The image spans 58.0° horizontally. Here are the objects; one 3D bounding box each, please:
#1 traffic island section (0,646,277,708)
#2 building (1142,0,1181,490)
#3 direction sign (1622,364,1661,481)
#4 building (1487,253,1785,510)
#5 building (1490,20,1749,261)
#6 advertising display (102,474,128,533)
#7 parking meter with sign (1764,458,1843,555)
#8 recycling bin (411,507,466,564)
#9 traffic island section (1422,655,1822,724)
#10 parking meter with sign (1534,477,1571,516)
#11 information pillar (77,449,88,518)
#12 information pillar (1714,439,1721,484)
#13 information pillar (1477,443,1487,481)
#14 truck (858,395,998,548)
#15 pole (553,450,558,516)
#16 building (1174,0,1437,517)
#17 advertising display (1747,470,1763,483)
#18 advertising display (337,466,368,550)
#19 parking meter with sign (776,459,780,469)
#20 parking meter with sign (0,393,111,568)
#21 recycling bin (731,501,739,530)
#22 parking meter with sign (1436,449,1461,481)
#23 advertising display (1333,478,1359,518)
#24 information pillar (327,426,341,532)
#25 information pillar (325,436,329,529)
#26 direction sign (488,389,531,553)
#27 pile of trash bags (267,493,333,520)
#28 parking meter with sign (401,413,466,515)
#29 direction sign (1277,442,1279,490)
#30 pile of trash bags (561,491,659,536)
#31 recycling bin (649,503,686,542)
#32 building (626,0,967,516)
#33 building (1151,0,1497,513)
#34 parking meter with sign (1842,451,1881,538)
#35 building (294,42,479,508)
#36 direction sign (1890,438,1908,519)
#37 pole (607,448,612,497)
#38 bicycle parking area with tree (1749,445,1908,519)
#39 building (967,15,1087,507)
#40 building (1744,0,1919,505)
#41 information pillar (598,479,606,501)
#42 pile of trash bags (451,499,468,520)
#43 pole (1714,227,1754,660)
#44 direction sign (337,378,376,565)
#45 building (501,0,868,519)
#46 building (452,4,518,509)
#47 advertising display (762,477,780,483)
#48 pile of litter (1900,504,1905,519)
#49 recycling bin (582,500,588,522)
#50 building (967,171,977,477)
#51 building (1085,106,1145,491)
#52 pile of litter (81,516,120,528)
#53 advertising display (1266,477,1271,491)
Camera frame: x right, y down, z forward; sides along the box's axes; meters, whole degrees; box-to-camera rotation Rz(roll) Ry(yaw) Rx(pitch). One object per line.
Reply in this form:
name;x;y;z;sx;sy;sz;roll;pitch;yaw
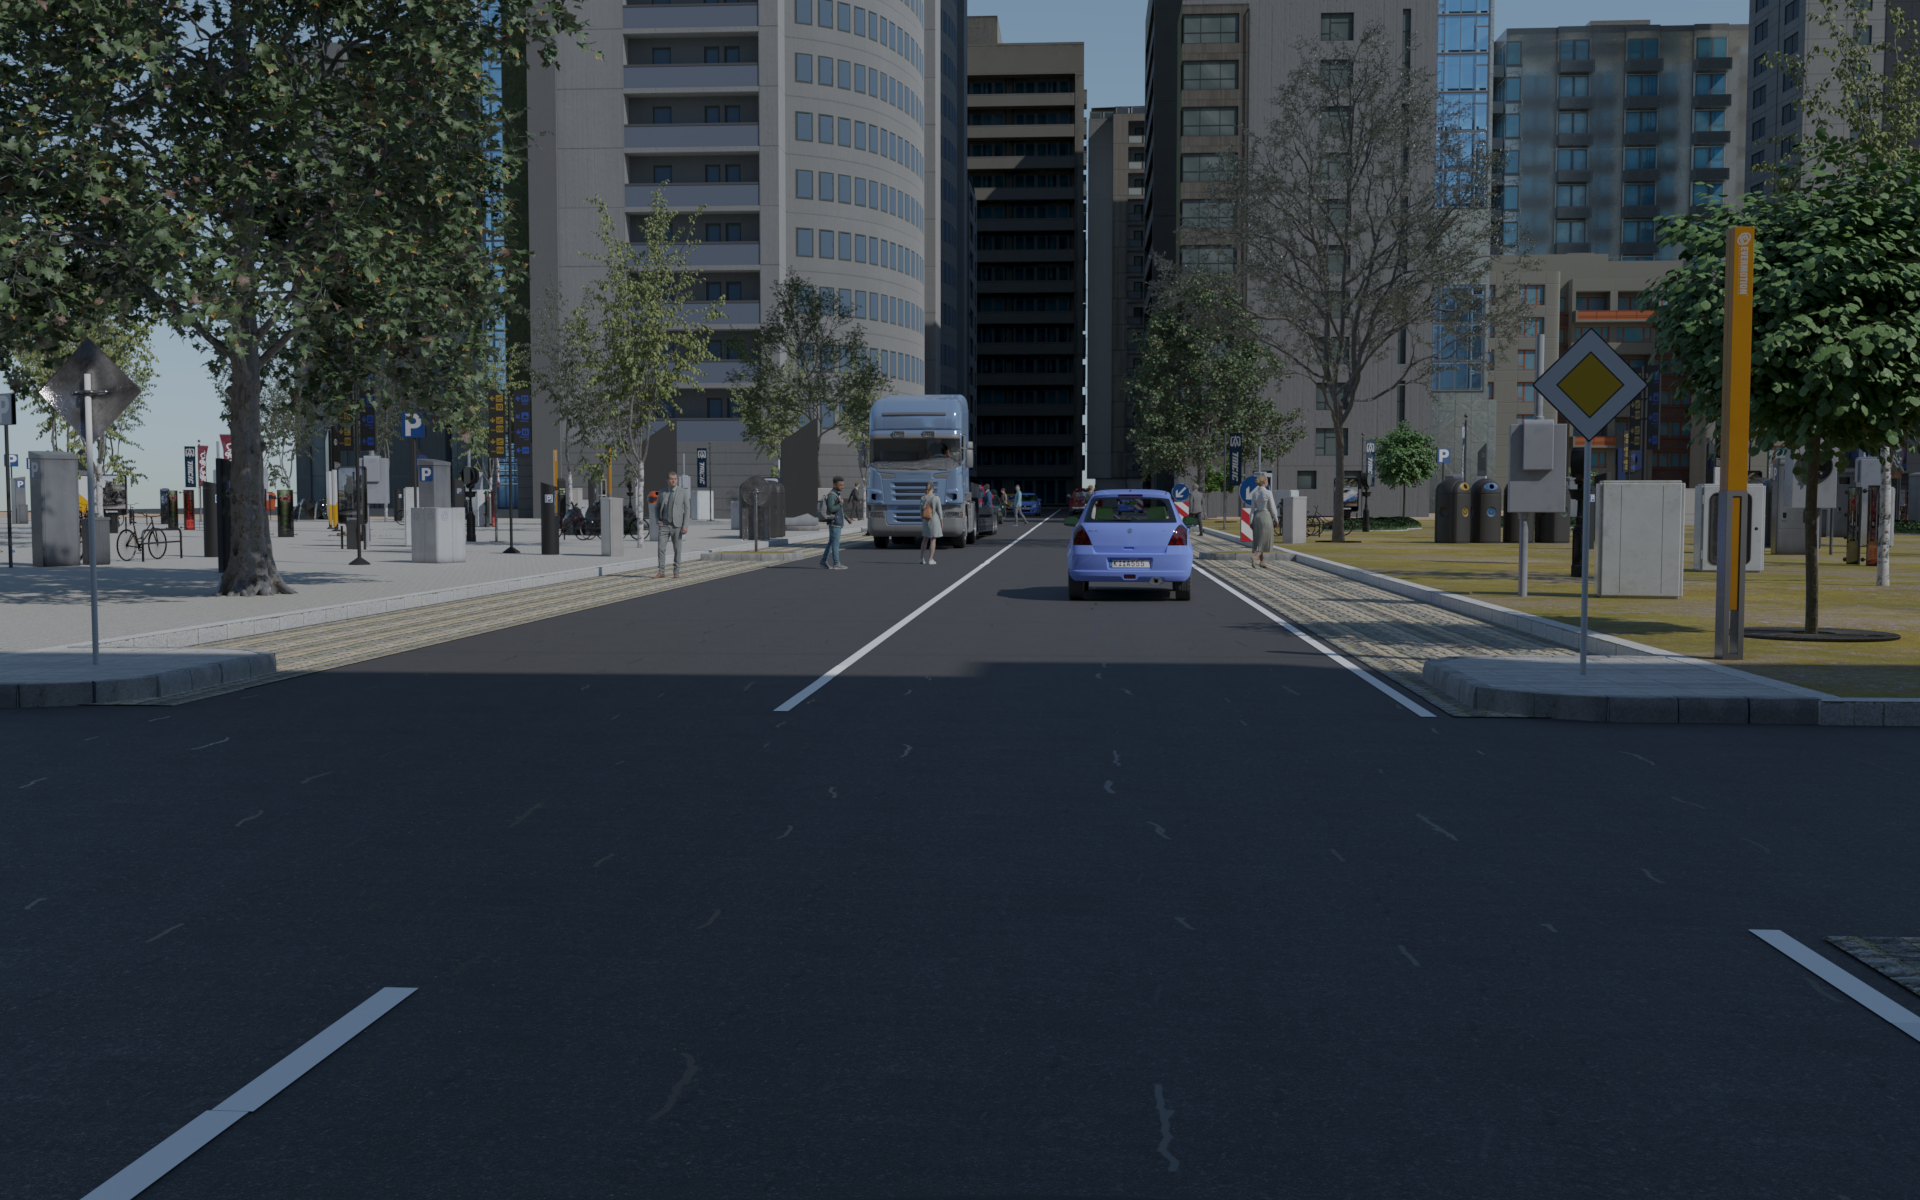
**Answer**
traffic island section;-6.546;0.563;13.069;2.009;0.180;2.903;0;4;4
building;27.068;-32.226;150.597;21.300;48.544;21.600;0;4;4
direction sign;12.119;-2.367;30.701;0.379;3.537;0.876;-1;4;-12
building;52.979;-18.518;147.816;28.899;21.520;27.650;0;4;4
building;66.453;-34.157;178.076;30.456;49.044;23.786;0;4;4
advertising display;-27.668;-3.134;56.460;0.974;1.923;0.123;-1;4;-10
parking meter with sign;17.564;-2.468;36.611;1.738;3.016;0.543;1;4;11
recycling bin;-9.756;-1.213;32.394;0.722;1.027;0.722;2;4;29
traffic island section;4.469;0.611;12.295;2.009;0.180;2.903;0;4;4
parking meter with sign;23.175;-4.426;68.634;1.738;3.016;0.543;-1;4;-14
information pillar;-40.367;-5.409;79.789;0.183;3.616;0.504;3;5;40
information pillar;23.352;-3.777;53.115;0.504;3.616;0.183;0;4;-3
information pillar;23.953;-5.389;79.461;0.183;3.616;0.504;-2;4;-34
truck;-0.525;-3.857;52.826;2.967;4.110;18.799;0;4;4
pole;-18.626;-5.257;79.794;0.158;3.312;0.155;0;3;0
building;19.743;-20.238;102.600;14.160;30.474;14.107;0;4;4
advertising display;21.357;-2.573;47.290;0.974;1.923;0.123;1;4;10
advertising display;-14.069;-2.134;40.111;0.974;1.923;0.123;2;4;35
parking meter with sign;-9.208;-5.553;87.044;0.543;3.016;1.738;-2;4;-24
parking meter with sign;-16.058;-2.109;30.745;0.543;3.016;1.738;2;4;35
recycling bin;-7.822;-3.042;62.287;0.722;1.027;0.722;0;4;4
parking meter with sign;18.666;-4.239;65.569;0.543;3.016;1.738;-1;4;-11
advertising display;15.181;-3.847;68.106;0.974;1.923;0.123;1;4;9
information pillar;-21.397;-4.163;59.425;0.183;3.616;0.504;0;4;7
information pillar;-23.092;-4.405;63.375;0.183;3.616;0.504;-2;4;-32
direction sign;-9.764;-2.789;37.605;0.876;3.537;0.379;-1;4;-8
pile of trash bags;-32.791;-4.671;86.118;3.447;1.369;1.912;-2;4;-24
parking meter with sign;-11.399;-2.533;37.671;0.543;3.016;1.738;1;4;14
direction sign;13.918;-5.132;75.906;0.379;3.537;0.876;1;4;13
pile of trash bags;-10.781;-2.750;54.712;3.447;1.369;1.912;-3;5;-44
recycling bin;-7.935;-2.105;46.975;0.722;1.027;0.722;2;4;31
building;-10.836;-35.999;130.580;21.231;58.520;28.212;0;4;4
building;25.704;-49.575;123.218;22.319;86.520;31.000;0;4;4
parking meter with sign;26.207;-3.356;51.138;1.738;3.016;0.543;2;4;33
building;-52.222;-29.173;160.565;14.086;41.232;14.154;0;4;4
direction sign;31.668;-4.069;58.527;0.379;3.537;0.876;-1;4;-11
pole;-15.583;-5.084;76.967;0.158;3.312;0.155;0;3;0
bicycle parking area with tree;33.745;-5.000;68.758;8.231;4.147;9.016;0;4;7
building;2.301;-34.042;180.282;21.600;48.544;21.300;0;4;4
building;78.209;-43.378;147.489;20.611;71.187;20.563;0;4;4
information pillar;-17.909;-5.027;86.686;0.304;2.012;0.304;3;5;41
pile of trash bags;-24.924;-4.705;86.683;1.912;1.369;3.447;1;4;21
pole;5.974;-1.194;13.361;0.158;3.312;0.155;0;3;0
direction sign;-10.897;-2.405;31.324;0.876;3.537;0.379;2;4;24
building;-12.746;-34.243;101.868;21.231;58.520;28.212;0;4;4
building;-29.065;-51.404;153.125;31.000;86.520;22.319;0;4;4
advertising display;-7.385;-3.734;66.270;0.974;1.923;0.123;0;4;2
pile of litter;43.383;-4.047;80.135;1.176;0.858;1.719;3;4;39
recycling bin;-16.707;-3.956;77.230;0.722;1.027;0.722;-1;4;-12
building;-5.584;-23.617;157.839;14.107;30.474;14.160;0;4;4
building;19.936;-30.172;176.908;14.086;41.232;14.154;0;4;4
pile of litter;-32.599;-3.158;65.606;1.176;0.858;1.719;2;4;25
advertising display;11.554;-3.650;64.883;0.123;1.923;0.974;0;4;7
